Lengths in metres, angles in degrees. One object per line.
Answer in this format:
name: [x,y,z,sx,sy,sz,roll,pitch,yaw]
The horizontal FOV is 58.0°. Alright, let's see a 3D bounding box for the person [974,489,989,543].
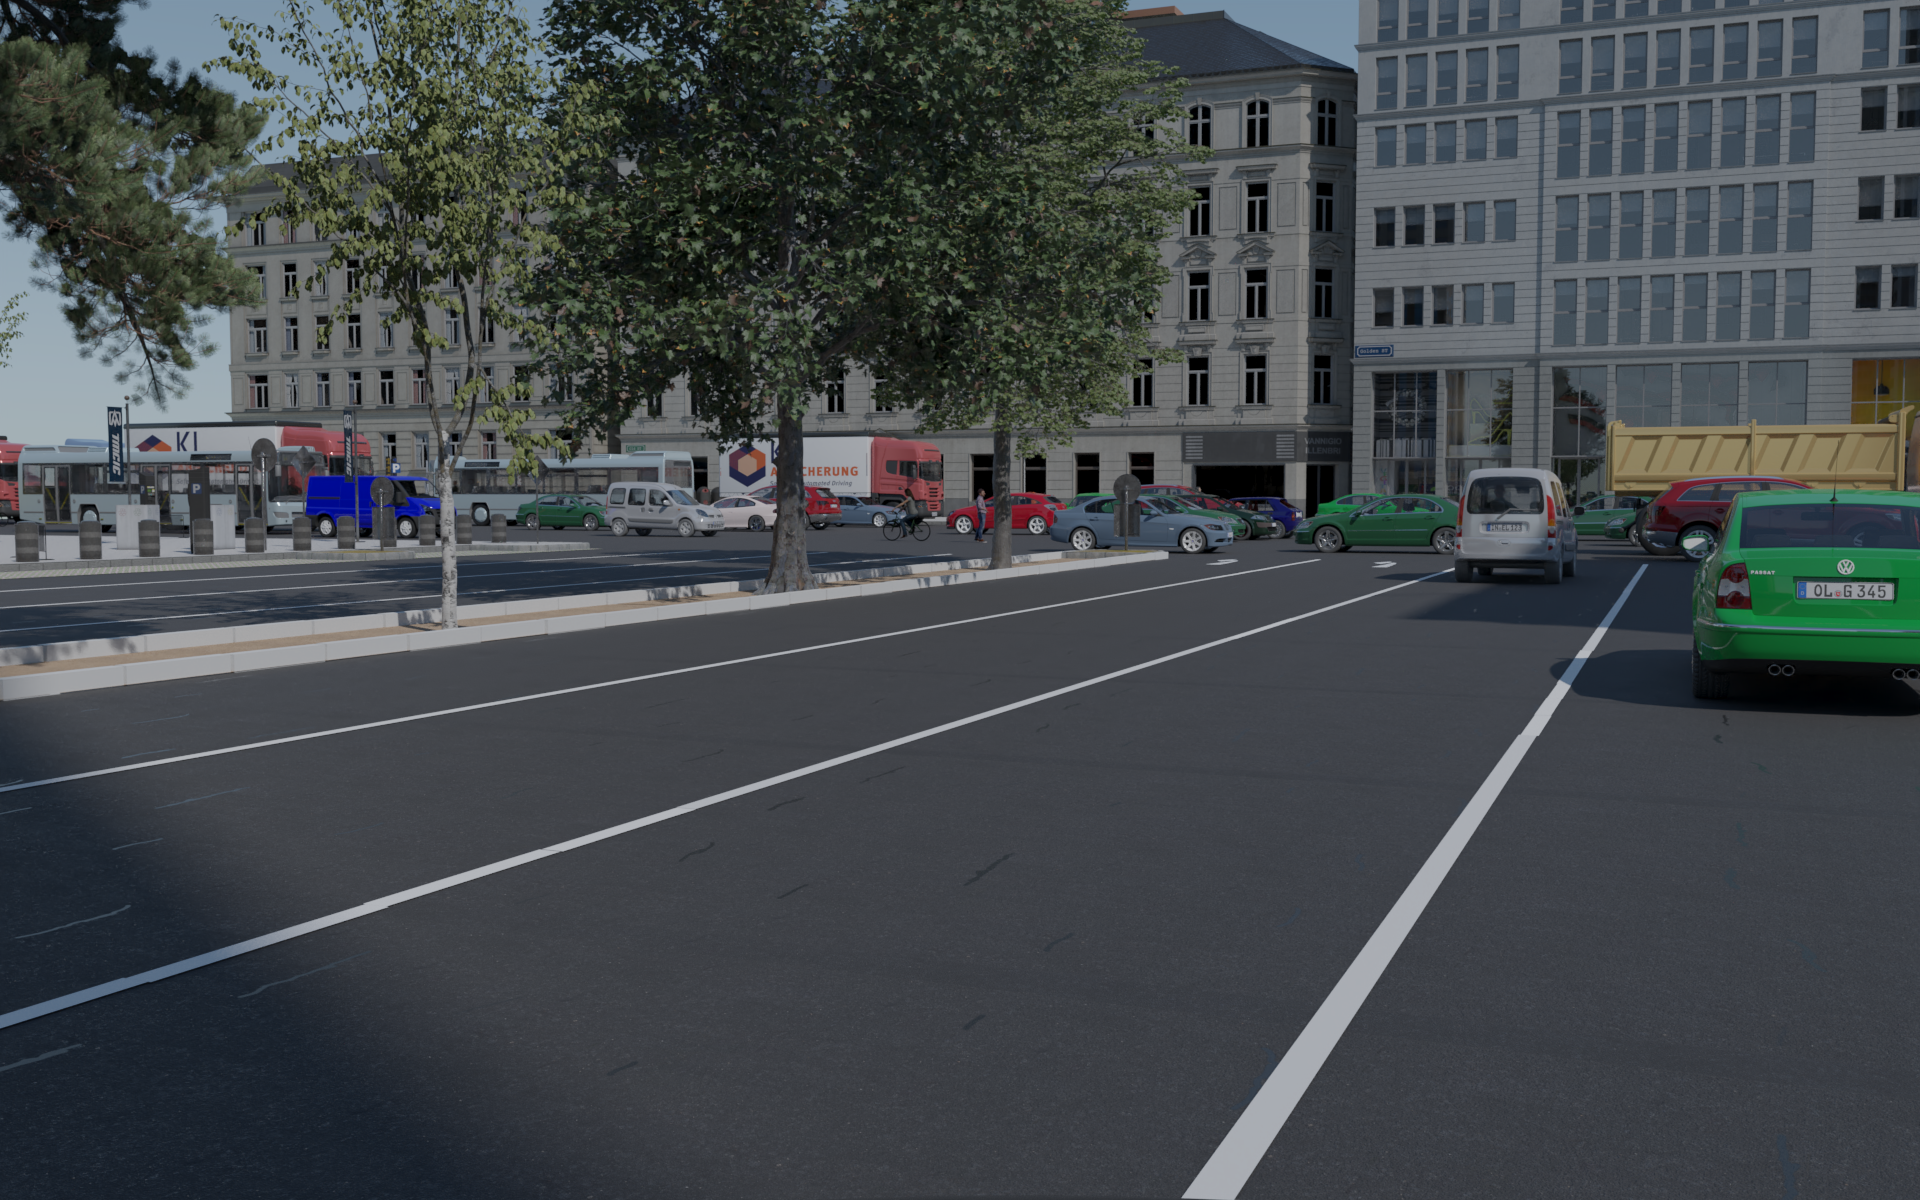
person: [0.648,-2.489,51.159,0.435,1.587,0.963,0,4,-6]

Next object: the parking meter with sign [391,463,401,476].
parking meter with sign: [-32.599,-6.278,98.904,1.738,3.016,0.543,3,5,45]

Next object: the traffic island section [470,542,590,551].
traffic island section: [-10.896,-1.365,44.604,2.009,0.180,2.903,1,4,23]

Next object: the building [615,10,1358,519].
building: [2.489,-19.912,101.977,44.131,29.872,17.030,1,4,23]

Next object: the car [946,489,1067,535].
car: [1.657,-3.211,61.537,4.494,1.783,2.155,1,4,22]

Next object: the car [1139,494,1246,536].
car: [6.204,-2.489,52.501,4.920,1.459,2.131,1,4,21]

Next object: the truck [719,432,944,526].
truck: [-5.676,-5.562,79.858,11.283,4.237,2.839,2,4,24]

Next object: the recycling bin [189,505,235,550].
recycling bin: [-17.360,-1.692,40.214,0.722,1.027,0.722,1,4,17]

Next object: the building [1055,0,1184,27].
building: [10.966,-30.788,158.016,22.147,44.769,28.867,1,4,23]

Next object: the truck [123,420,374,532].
truck: [-27.586,-4.828,67.853,11.283,4.237,2.839,1,4,22]

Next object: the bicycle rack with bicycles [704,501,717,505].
bicycle rack with bicycles: [-12.307,-4.674,89.807,2.852,0.926,2.925,3,5,42]

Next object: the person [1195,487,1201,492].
person: [10.000,-3.915,73.232,0.841,1.734,0.376,-3,5,-43]

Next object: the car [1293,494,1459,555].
car: [10.616,-1.866,42.303,4.920,1.459,2.131,2,4,24]

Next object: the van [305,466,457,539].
van: [-19.011,-3.225,57.109,5.245,2.365,2.240,2,4,25]

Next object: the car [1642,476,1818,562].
car: [17.262,-1.707,36.577,5.304,1.827,2.281,2,4,23]

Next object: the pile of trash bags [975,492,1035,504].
pile of trash bags: [2.197,-4.599,84.940,3.447,1.369,1.912,2,4,24]

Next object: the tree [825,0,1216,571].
tree: [0.832,-6.829,32.242,7.486,12.596,7.792,0,3,0]

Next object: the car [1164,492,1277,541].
car: [7.850,-2.738,54.561,4.222,1.686,2.009,2,4,23]

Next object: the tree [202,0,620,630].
tree: [-5.216,-3.927,17.027,4.737,8.622,4.395,0,3,0]

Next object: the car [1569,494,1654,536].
car: [19.909,-2.529,53.149,4.920,1.459,2.131,1,4,22]

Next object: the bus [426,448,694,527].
bus: [-18.269,-5.028,77.066,13.247,3.499,2.948,1,4,22]

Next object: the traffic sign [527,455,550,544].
traffic sign: [-10.872,-2.501,44.533,0.795,2.450,0.064,1,4,23]

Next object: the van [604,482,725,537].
van: [-9.975,-3.158,58.642,4.112,2.044,2.013,2,4,23]

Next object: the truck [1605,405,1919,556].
truck: [20.049,-2.675,39.668,9.791,3.379,3.469,1,4,23]

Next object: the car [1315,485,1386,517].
car: [16.961,-3.793,70.814,4.718,1.807,1.959,2,4,24]

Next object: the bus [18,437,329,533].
bus: [-28.664,-4.210,63.692,13.247,3.499,2.948,1,4,21]

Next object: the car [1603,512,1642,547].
car: [20.178,-2.169,47.255,4.920,1.459,2.131,2,4,23]

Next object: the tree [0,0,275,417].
tree: [-7.910,-5.334,11.725,6.751,12.117,7.091,0,3,0]

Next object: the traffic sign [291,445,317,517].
traffic sign: [-15.545,-2.436,41.016,0.795,2.450,0.064,2,4,23]

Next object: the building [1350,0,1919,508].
building: [35.081,-18.757,84.174,29.804,29.767,11.434,1,4,23]

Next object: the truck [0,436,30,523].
truck: [-48.287,-5.760,83.096,11.283,4.237,2.839,2,4,24]

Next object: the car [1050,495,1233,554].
car: [4.474,-1.876,42.673,4.499,1.417,2.014,1,4,22]

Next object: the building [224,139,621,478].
building: [-32.324,-17.263,115.532,30.059,22.955,16.112,1,4,23]

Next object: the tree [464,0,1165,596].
tree: [-2.358,-6.407,24.212,9.611,12.733,9.660,0,3,0]

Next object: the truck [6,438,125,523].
truck: [-48.104,-5.938,86.853,18.799,4.110,2.967,1,4,22]

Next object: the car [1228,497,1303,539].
car: [9.137,-2.670,56.241,3.894,1.354,1.945,1,4,23]

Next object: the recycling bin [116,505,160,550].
recycling bin: [-19.071,-1.690,40.192,0.722,1.027,0.722,0,4,-1]

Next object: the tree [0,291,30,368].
tree: [-24.347,-5.502,40.314,4.737,8.622,4.395,0,3,0]

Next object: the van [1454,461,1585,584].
van: [9.424,-1.357,29.202,2.013,2.044,4.112,2,4,24]

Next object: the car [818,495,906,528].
car: [-4.461,-3.861,75.135,4.499,1.417,2.014,2,4,24]

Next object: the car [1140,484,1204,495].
car: [8.808,-3.720,69.503,5.304,1.827,2.281,1,4,23]

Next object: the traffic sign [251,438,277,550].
traffic sign: [-15.809,-2.398,39.318,0.768,2.556,0.104,2,4,23]
